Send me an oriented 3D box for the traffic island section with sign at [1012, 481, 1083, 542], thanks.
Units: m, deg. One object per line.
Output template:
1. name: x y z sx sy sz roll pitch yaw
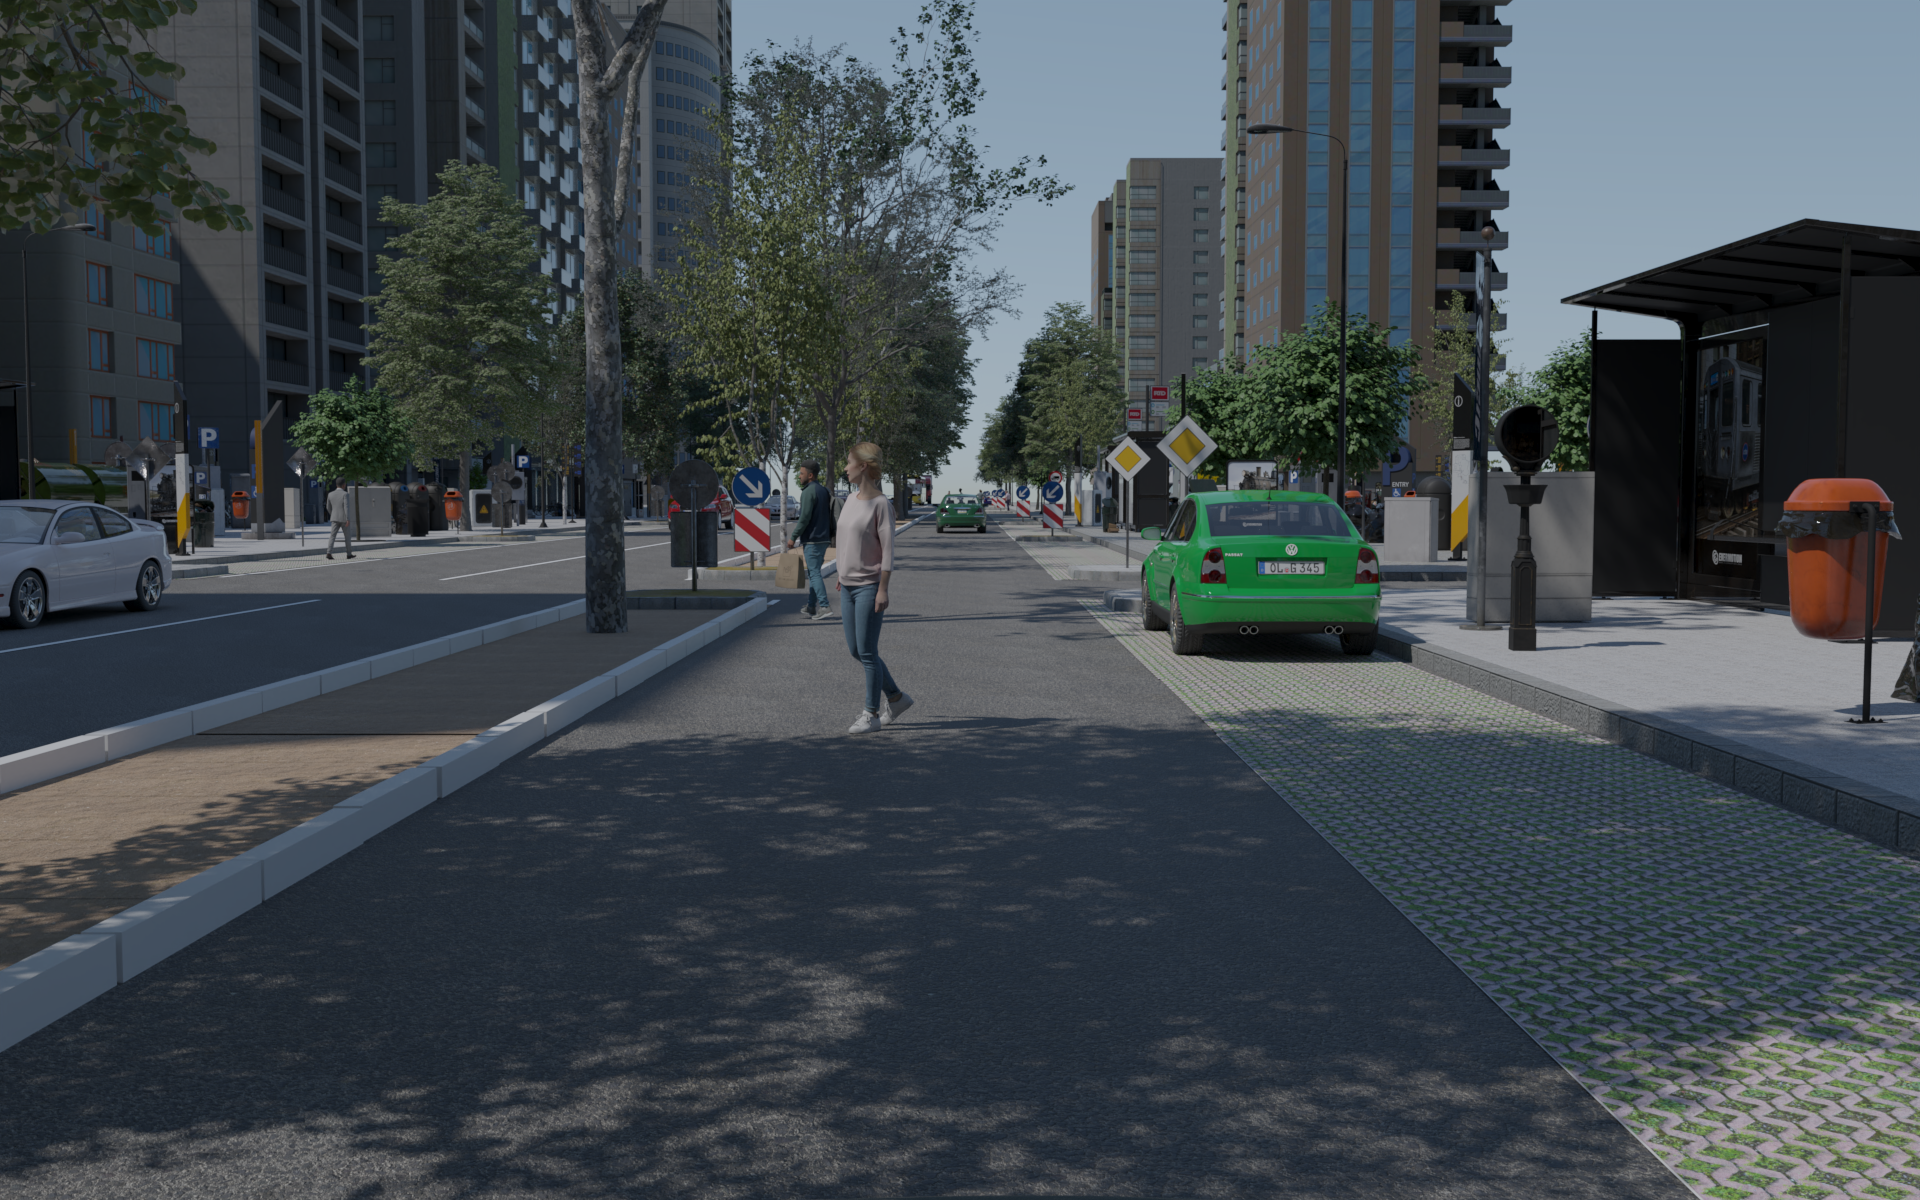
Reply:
1. traffic island section with sign: 2.677 -2.694 52.680 1.989 1.847 2.006 0 4 0

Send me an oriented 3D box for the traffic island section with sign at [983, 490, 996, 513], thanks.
1. traffic island section with sign: 2.948 -7.419 129.930 1.989 1.847 2.006 0 4 0

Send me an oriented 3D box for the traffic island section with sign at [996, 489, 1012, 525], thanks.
1. traffic island section with sign: 2.782 -4.356 79.847 1.989 1.847 2.006 0 4 0

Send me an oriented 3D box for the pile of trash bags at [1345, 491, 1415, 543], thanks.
1. pile of trash bags: 11.143 -2.270 46.863 1.912 1.369 3.447 -1 4 -10

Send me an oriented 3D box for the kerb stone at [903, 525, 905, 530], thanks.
1. kerb stone: -2.289 -2.716 66.640 0.120 0.150 1.000 0 4 0

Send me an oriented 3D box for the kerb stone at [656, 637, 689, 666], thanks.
1. kerb stone: -2.481 0.452 14.804 0.120 0.150 1.000 0 4 0

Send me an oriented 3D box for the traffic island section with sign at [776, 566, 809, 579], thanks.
1. traffic island section with sign: -3.482 -1.317 29.675 2.006 1.907 1.989 0 4 0

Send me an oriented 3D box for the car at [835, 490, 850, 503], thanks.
1. car: -10.261 -8.495 147.565 2.281 1.827 5.304 0 4 -1

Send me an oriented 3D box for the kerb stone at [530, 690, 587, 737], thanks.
1. kerb stone: -2.495 0.702 10.711 0.120 0.150 1.000 0 4 0

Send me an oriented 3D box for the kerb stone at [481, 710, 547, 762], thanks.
1. kerb stone: -2.507 0.766 9.686 0.120 0.150 1.000 0 4 0

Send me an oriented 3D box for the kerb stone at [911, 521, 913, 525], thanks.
1. kerb stone: -2.255 -3.283 75.876 0.120 0.150 1.000 0 4 0

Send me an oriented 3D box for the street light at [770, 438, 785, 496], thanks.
1. street light: -15.101 -10.411 142.755 1.470 5.913 1.316 0 4 0

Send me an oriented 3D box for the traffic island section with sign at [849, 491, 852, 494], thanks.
1. traffic island section with sign: -13.426 -12.422 211.723 1.989 1.847 2.006 0 4 0

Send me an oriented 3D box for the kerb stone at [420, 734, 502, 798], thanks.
1. kerb stone: -2.499 0.829 8.659 0.120 0.150 1.000 0 4 0

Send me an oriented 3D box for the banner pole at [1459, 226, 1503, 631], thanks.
1. banner pole: 4.841 -1.596 16.110 0.401 3.779 0.863 2 4 26

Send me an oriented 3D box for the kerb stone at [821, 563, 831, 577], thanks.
1. kerb stone: -2.428 -0.525 30.772 0.120 0.150 1.000 0 4 0

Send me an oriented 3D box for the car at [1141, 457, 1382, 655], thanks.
1. car: 2.787 -0.484 16.713 1.959 1.807 4.718 0 4 0

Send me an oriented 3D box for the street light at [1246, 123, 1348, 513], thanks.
1. street light: 4.291 -3.017 21.873 1.470 5.913 1.316 0 4 0

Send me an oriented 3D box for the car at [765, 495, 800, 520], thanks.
1. car: -9.937 -5.133 96.294 2.083 1.381 4.827 0 4 0

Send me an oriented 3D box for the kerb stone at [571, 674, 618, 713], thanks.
1. kerb stone: -2.498 0.644 11.733 0.120 0.150 1.000 0 4 0

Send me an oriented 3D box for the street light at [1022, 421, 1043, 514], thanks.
1. street light: 4.640 -8.386 109.644 1.470 5.913 1.316 0 4 0

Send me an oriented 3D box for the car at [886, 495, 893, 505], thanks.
1. car: -6.861 -9.389 166.087 1.945 1.354 3.894 0 3 0

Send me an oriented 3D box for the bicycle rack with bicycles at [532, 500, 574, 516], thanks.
1. bicycle rack with bicycles: -24.589 -5.489 103.127 2.925 0.926 2.852 0 4 -4

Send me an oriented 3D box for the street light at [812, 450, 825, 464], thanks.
1. street light: -14.928 -12.604 178.619 1.470 5.913 1.316 0 4 0

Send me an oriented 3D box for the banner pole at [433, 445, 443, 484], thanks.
1. banner pole: -25.906 -5.880 86.156 0.863 3.779 0.401 2 4 35

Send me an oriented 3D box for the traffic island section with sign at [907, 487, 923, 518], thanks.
1. traffic island section with sign: -3.219 -5.913 104.813 2.006 1.907 1.989 0 4 0

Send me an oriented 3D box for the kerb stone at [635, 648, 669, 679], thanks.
1. kerb stone: -2.485 0.519 13.782 0.120 0.150 1.000 0 4 0

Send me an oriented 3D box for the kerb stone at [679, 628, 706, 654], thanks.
1. kerb stone: -2.478 0.392 15.833 0.120 0.150 1.000 0 4 0

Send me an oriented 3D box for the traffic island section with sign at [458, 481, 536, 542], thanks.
1. traffic island section with sign: -13.997 -2.687 52.564 1.989 1.847 2.006 0 4 0

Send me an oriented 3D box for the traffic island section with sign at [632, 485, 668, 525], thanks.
1. traffic island section with sign: -13.909 -4.336 79.519 1.989 1.847 2.006 0 4 0

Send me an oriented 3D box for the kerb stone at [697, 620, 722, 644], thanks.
1. kerb stone: -2.474 0.330 16.868 0.120 0.150 1.000 0 4 0

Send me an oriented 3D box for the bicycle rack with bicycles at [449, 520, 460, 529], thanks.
1. bicycle rack with bicycles: -19.440 -3.089 63.882 2.852 0.926 2.925 0 4 7

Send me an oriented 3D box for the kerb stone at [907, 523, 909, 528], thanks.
1. kerb stone: -2.281 -2.966 70.751 0.120 0.150 1.000 0 4 0

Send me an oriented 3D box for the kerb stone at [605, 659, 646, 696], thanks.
1. kerb stone: -2.482 0.579 12.755 0.120 0.150 1.000 0 4 0

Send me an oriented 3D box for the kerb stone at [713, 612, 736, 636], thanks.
1. kerb stone: -2.463 0.263 17.894 0.120 0.150 1.000 0 4 0

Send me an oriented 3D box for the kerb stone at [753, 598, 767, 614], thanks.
1. kerb stone: -2.460 0.075 20.986 0.120 0.150 1.000 0 4 0

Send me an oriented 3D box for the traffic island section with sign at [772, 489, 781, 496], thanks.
1. traffic island section with sign: -13.712 -7.391 129.470 1.989 1.847 2.006 0 4 0

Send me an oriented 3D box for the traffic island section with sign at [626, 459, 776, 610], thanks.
1. traffic island section with sign: -3.519 -0.864 22.267 2.006 1.907 1.989 0 4 0

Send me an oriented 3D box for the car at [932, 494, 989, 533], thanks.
1. car: 0.026 -3.229 64.595 2.131 1.459 4.920 0 4 -1

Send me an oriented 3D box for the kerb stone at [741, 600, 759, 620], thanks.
1. kerb stone: -2.462 0.140 19.949 0.120 0.150 1.000 0 4 0

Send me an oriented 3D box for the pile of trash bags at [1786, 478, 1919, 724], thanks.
1. pile of trash bags: 6.395 -0.031 10.260 3.447 1.369 1.912 -1 4 -14

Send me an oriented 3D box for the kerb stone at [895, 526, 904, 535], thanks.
1. kerb stone: -2.298 -2.649 65.606 0.120 0.150 1.000 0 4 0

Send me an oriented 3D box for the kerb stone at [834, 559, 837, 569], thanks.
1. kerb stone: -2.411 -0.649 32.820 0.120 0.150 1.000 0 4 0

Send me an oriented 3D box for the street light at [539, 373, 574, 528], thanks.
1. street light: -15.362 -5.713 65.950 1.470 5.913 1.316 0 4 0

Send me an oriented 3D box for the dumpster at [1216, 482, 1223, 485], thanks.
1. dumpster: 7.733 -2.724 47.038 1.502 2.255 1.985 0 4 0

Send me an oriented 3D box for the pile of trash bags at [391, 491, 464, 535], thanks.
1. pile of trash bags: -17.407 -2.775 55.129 3.447 1.369 1.912 1 4 10

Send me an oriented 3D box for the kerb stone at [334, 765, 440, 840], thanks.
1. kerb stone: -2.517 0.891 7.626 0.120 0.150 1.000 0 4 0

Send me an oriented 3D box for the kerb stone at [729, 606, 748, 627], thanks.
1. kerb stone: -2.466 0.201 18.916 0.120 0.150 1.000 0 4 0

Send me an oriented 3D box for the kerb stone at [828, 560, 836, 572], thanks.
1. kerb stone: -2.418 -0.587 31.794 0.120 0.150 1.000 0 4 0

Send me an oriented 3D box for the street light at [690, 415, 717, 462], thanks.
1. street light: -15.243 -7.888 101.505 1.470 5.913 1.316 0 4 0

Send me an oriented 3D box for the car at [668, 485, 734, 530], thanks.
1. car: -10.422 -3.748 69.950 2.281 1.827 5.304 0 4 1

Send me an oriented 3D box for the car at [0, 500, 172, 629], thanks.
1. car: -10.808 -0.459 19.864 2.083 1.381 4.827 0 4 0

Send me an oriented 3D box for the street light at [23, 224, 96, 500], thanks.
1. street light: -15.542 -3.509 29.921 1.470 5.913 1.316 0 4 0

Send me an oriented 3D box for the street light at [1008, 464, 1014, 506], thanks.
1. street light: 4.710 -10.603 145.894 1.470 5.913 1.316 0 4 0

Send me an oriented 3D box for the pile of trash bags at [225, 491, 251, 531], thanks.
1. pile of trash bags: -28.236 -3.468 66.453 3.447 1.369 1.912 -1 4 -9

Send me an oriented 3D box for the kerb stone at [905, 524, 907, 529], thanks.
1. kerb stone: -2.279 -2.844 68.696 0.120 0.150 1.000 0 4 0

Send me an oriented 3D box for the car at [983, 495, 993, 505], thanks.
1. car: 3.436 -10.915 191.034 1.945 1.354 3.894 0 4 1
